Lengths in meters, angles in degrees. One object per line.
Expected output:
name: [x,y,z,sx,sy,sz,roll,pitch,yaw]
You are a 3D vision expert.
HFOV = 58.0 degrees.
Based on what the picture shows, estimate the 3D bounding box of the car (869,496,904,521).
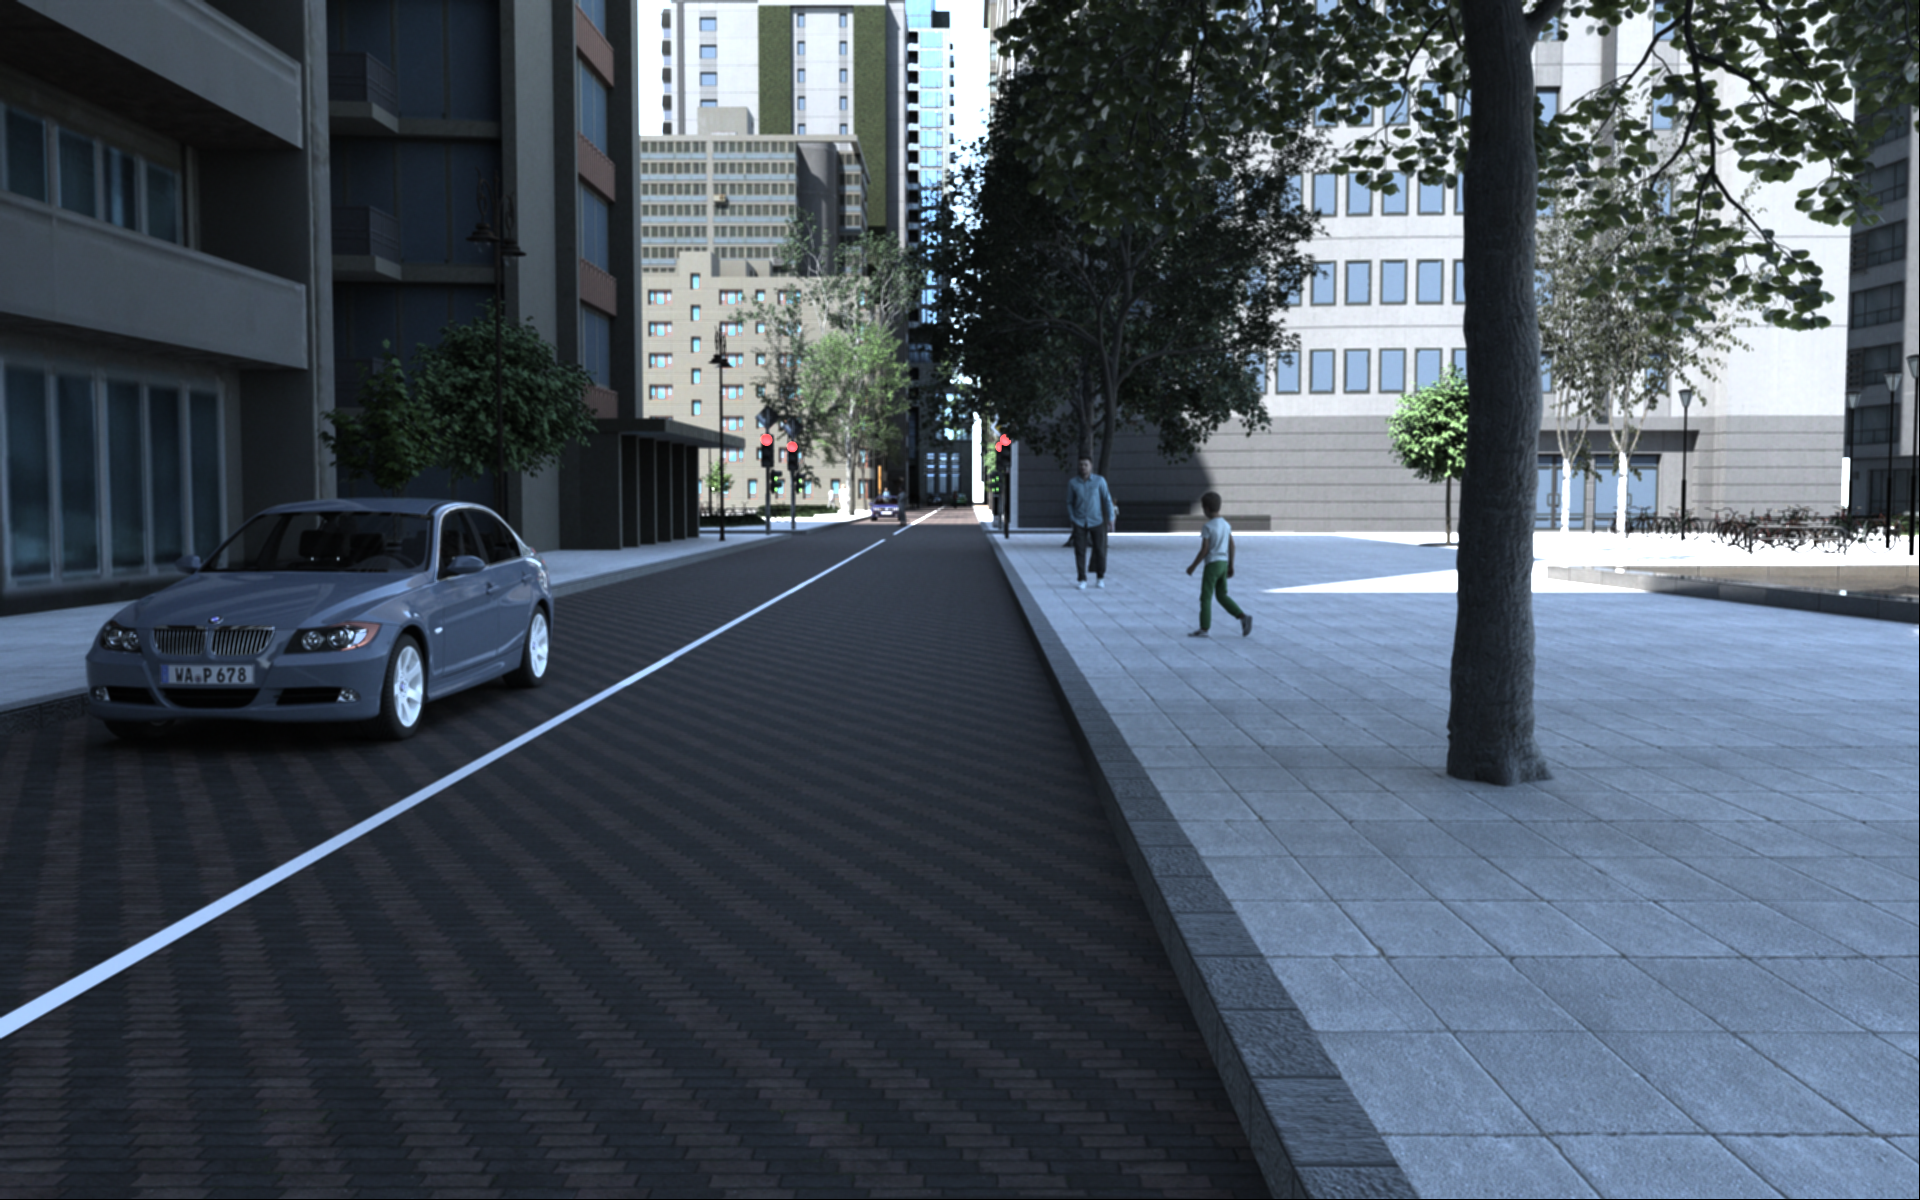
car: [-3.905,-4.937,93.306,1.945,1.354,3.894,0,4,-1]

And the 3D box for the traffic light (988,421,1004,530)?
traffic light: [1.449,-4.506,62.586,0.839,4.253,0.868,0,4,0]

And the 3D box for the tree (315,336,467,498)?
tree: [-7.153,-1.642,21.447,1.663,3.219,1.824,0,3,0]

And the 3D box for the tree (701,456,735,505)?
tree: [-12.319,-5.729,88.263,1.663,3.219,1.824,0,3,0]

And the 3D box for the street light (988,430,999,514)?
street light: [2.125,-8.649,114.202,0.468,5.910,1.993,0,4,0]

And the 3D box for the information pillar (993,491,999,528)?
information pillar: [1.397,-3.768,66.100,0.304,2.012,0.304,0,4,-1]

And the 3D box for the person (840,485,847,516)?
person: [-6.827,-5.841,101.425,0.514,1.842,0.818,1,4,11]

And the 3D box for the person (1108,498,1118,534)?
person: [5.043,-2.742,57.618,0.425,1.301,0.394,0,4,-7]

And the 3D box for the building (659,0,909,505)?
building: [-20.184,-40.416,202.792,28.212,58.520,21.231,0,4,0]

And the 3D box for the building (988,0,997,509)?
building: [9.416,-28.378,147.578,14.154,41.232,14.086,0,4,0]

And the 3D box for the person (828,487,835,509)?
person: [-9.596,-7.517,129.215,0.850,1.792,0.678,-3,4,-38]

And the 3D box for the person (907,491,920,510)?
person: [-4.216,-8.887,154.620,1.217,1.723,0.721,0,4,6]

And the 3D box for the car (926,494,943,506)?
car: [-3.012,-11.997,205.943,2.009,1.686,4.222,0,4,-1]

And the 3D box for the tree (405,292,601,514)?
tree: [-7.683,-2.729,28.332,4.285,4.588,4.351,0,3,0]

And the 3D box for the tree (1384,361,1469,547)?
tree: [12.230,-3.621,42.924,4.285,4.588,4.351,0,3,0]

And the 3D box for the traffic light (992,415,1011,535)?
traffic light: [1.418,-4.017,54.601,0.839,4.253,0.868,0,4,0]

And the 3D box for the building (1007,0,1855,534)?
building: [16.202,-32.173,68.021,28.212,58.520,21.231,0,4,0]

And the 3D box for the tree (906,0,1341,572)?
tree: [2.563,-5.726,28.037,7.601,10.594,8.767,2,4,24]

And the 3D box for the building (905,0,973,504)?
building: [-13.775,-56.108,230.039,31.000,86.520,22.319,0,4,0]

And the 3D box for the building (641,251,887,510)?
building: [-20.958,-18.799,152.410,27.650,21.520,28.899,0,4,0]

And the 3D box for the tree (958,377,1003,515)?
tree: [2.404,-11.108,107.372,9.928,11.665,9.643,0,3,0]

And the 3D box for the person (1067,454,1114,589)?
person: [1.783,-1.077,23.666,0.660,1.820,0.620,1,4,9]

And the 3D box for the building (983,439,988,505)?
building: [13.983,-54.041,196.236,22.319,86.520,31.000,0,4,0]

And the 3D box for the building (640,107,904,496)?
building: [-22.152,-29.747,178.241,32.217,40.220,23.993,0,4,0]

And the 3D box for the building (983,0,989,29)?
building: [16.668,-35.402,168.063,28.713,52.752,27.495,0,4,0]

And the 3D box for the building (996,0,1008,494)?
building: [13.390,-30.447,121.509,21.300,48.544,21.600,0,4,0]

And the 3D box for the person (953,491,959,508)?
person: [-0.386,-10.114,174.588,0.721,1.743,1.217,-1,4,-23]

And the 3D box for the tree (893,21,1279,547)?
tree: [3.121,-7.622,41.622,9.611,12.733,9.660,0,3,0]

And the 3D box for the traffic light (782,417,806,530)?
traffic light: [-6.012,-4.506,62.599,0.839,4.253,0.868,0,4,0]

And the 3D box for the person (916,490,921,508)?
person: [-4.203,-10.170,174.806,0.705,1.821,1.348,-1,4,-15]

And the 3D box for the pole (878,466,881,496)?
pole: [-5.789,-8.020,124.975,0.158,3.312,0.155,0,3,0]

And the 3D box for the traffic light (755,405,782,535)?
traffic light: [-6.043,-4.018,54.614,0.839,4.253,0.868,0,4,0]

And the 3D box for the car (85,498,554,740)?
car: [-4.027,0.022,11.635,2.014,1.417,4.499,0,4,2]

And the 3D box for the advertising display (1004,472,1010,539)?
advertising display: [1.355,-2.751,50.194,0.123,1.923,0.974,0,4,-1]

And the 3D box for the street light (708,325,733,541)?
street light: [-6.538,-4.567,47.453,0.468,5.910,1.993,0,4,0]

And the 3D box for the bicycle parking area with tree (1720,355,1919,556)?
bicycle parking area with tree: [20.884,-3.124,38.078,9.016,4.147,8.231,3,4,37]

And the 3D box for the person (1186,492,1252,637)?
person: [2.323,-0.318,15.490,0.590,1.304,0.306,2,4,29]

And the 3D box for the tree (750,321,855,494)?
tree: [-6.968,-7.568,74.094,4.360,8.622,3.978,0,3,0]

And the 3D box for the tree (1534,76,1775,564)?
tree: [12.335,-4.961,31.471,4.360,8.622,3.978,0,3,0]

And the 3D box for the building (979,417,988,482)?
building: [9.641,-27.880,227.540,14.107,30.474,14.160,0,4,0]

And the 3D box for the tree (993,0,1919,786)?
tree: [2.015,-5.471,7.572,7.486,12.596,7.792,0,3,0]

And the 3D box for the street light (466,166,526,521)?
street light: [-6.624,-3.187,24.890,0.468,5.910,1.993,0,4,0]

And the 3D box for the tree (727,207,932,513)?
tree: [-8.569,-15.876,115.463,12.611,20.169,13.585,0,3,0]

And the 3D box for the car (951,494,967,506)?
car: [-0.138,-11.785,201.480,1.959,1.807,4.718,0,4,1]

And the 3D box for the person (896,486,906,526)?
person: [-2.670,-4.227,77.794,0.466,1.800,0.511,-3,5,-43]

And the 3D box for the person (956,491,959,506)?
person: [-0.325,-12.248,208.766,1.348,1.822,0.705,2,4,34]

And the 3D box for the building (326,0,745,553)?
building: [-21.141,-23.689,41.934,28.867,44.769,22.147,0,4,0]

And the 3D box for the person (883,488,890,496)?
person: [-5.835,-8.047,137.947,0.601,1.785,0.444,1,4,16]

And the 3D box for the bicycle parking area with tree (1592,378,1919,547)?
bicycle parking area with tree: [22.502,-3.751,48.338,8.231,4.147,9.016,0,4,2]

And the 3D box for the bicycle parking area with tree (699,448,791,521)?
bicycle parking area with tree: [-13.015,-5.812,82.025,9.016,4.147,8.231,-2,4,-25]

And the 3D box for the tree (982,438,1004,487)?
tree: [2.788,-6.269,86.208,4.285,4.588,4.351,0,3,0]

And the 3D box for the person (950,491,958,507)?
person: [-0.647,-11.427,195.411,1.350,1.814,0.705,-3,5,-45]

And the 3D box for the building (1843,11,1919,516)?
building: [45.857,-23.621,69.798,14.086,41.232,14.154,0,4,0]

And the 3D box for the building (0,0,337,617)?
building: [-19.655,-23.815,13.071,21.300,48.544,21.600,0,4,0]

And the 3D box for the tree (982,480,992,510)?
tree: [2.875,-8.835,139.049,1.663,3.219,1.824,0,3,0]

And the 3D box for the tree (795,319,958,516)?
tree: [-6.265,-10.797,102.292,9.928,11.665,9.643,0,3,0]
